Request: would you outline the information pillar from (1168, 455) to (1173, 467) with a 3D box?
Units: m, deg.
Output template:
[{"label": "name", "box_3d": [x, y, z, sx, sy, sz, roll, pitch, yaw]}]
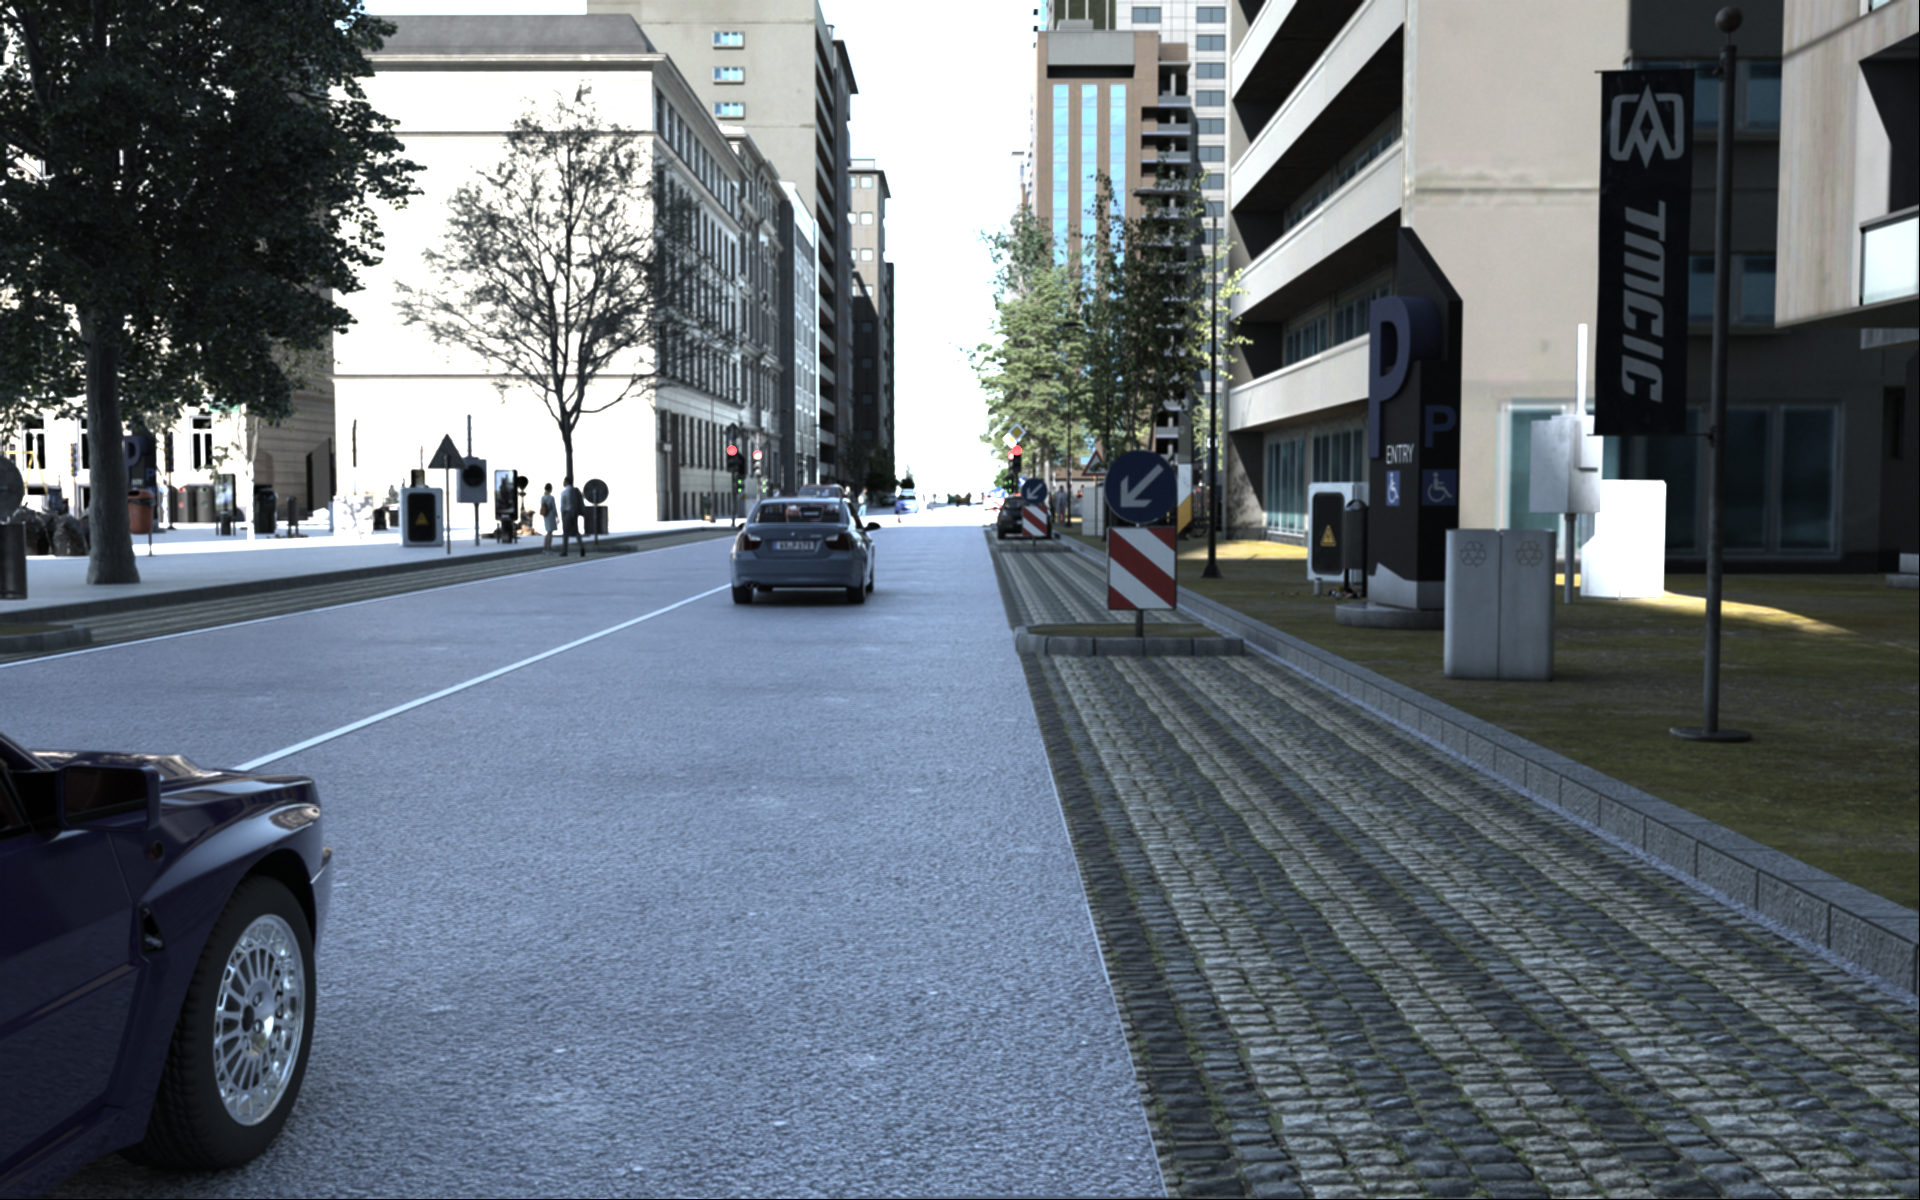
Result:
[{"label": "information pillar", "box_3d": [12.045, -6.564, 98.676, 0.183, 3.616, 0.504, -3, 4, -39]}]

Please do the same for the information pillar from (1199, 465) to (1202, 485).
[{"label": "information pillar", "box_3d": [19.191, -8.943, 137.578, 0.183, 3.616, 0.504, -3, 5, -39]}]

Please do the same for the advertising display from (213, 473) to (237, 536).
[{"label": "advertising display", "box_3d": [-22.783, -2.965, 53.698, 0.974, 1.923, 0.123, 2, 4, 32]}]

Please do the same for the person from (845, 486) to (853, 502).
[{"label": "person", "box_3d": [-6.285, -5.405, 96.232, 0.648, 1.900, 0.474, 1, 4, 20]}]

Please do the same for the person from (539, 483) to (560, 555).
[{"label": "person", "box_3d": [-9.665, -1.909, 40.720, 0.512, 1.701, 0.522, 2, 4, 27]}]

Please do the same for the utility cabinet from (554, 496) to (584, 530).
[{"label": "utility cabinet", "box_3d": [-14.030, -3.124, 62.242, 1.020, 1.237, 0.306, 0, 4, -3]}]

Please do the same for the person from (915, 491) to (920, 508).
[{"label": "person", "box_3d": [-3.593, -8.420, 147.163, 0.512, 1.701, 0.522, -1, 4, -19]}]

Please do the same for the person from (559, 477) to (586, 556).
[{"label": "person", "box_3d": [-8.868, -1.898, 39.631, 0.850, 1.850, 0.679, 3, 5, 42]}]

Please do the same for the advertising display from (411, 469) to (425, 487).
[{"label": "advertising display", "box_3d": [-14.007, -2.422, 44.808, 0.123, 1.923, 0.974, 0, 4, -3]}]

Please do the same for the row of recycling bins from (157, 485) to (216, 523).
[{"label": "row of recycling bins", "box_3d": [-34.483, -4.232, 76.303, 3.534, 1.692, 1.069, 0, 4, 6]}]

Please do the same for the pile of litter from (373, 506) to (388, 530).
[{"label": "pile of litter", "box_3d": [-20.989, -2.929, 61.849, 1.176, 0.858, 1.719, 0, 4, -4]}]

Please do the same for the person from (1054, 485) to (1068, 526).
[{"label": "person", "box_3d": [4.283, -3.917, 72.820, 0.678, 1.792, 0.850, 0, 4, 8]}]

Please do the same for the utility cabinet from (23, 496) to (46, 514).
[{"label": "utility cabinet", "box_3d": [-40.459, -3.947, 75.690, 1.020, 1.237, 0.306, 1, 4, 19]}]

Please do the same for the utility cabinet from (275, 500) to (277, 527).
[{"label": "utility cabinet", "box_3d": [-27.434, -3.483, 68.105, 1.020, 1.237, 0.306, -3, 5, -45]}]

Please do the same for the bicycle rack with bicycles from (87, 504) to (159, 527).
[{"label": "bicycle rack with bicycles", "box_3d": [-28.815, -2.839, 59.807, 2.852, 0.926, 2.925, -2, 4, -24]}]

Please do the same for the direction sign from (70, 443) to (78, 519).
[{"label": "direction sign", "box_3d": [-39.212, -5.181, 76.703, 0.379, 3.537, 0.876, -3, 5, -43]}]

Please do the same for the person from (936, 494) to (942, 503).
[{"label": "person", "box_3d": [-3.224, -15.602, 266.847, 1.065, 1.426, 0.557, 0, 4, 4]}]

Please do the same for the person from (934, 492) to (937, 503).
[{"label": "person", "box_3d": [-3.940, -16.120, 272.076, 0.705, 1.821, 1.348, 3, 5, 40]}]

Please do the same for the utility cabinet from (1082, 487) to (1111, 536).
[{"label": "utility cabinet", "box_3d": [4.153, -2.684, 52.563, 0.318, 1.500, 1.173, -2, 4, -29]}]

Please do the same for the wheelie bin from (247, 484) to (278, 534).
[{"label": "wheelie bin", "box_3d": [-22.623, -2.960, 56.298, 0.693, 1.594, 0.980, 3, 4, 37]}]

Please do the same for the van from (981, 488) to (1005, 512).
[{"label": "van", "box_3d": [2.590, -7.590, 131.104, 2.013, 2.044, 4.112, 0, 4, 1]}]

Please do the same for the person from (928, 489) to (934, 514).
[{"label": "person", "box_3d": [-2.104, -7.084, 124.506, 0.526, 1.800, 0.537, 2, 4, 24]}]

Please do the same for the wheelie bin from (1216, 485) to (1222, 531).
[{"label": "wheelie bin", "box_3d": [9.046, -3.177, 59.853, 0.980, 1.594, 0.693, -1, 4, -13]}]

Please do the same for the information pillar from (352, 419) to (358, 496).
[{"label": "information pillar", "box_3d": [-18.767, -3.818, 53.787, 0.183, 3.616, 0.504, -1, 4, -12]}]

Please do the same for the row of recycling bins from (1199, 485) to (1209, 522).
[{"label": "row of recycling bins", "box_3d": [10.342, -4.358, 78.366, 1.069, 1.692, 3.534, 2, 4, 25]}]

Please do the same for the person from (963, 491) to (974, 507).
[{"label": "person", "box_3d": [0.966, -11.117, 190.291, 1.348, 1.821, 0.705, 2, 4, 29]}]

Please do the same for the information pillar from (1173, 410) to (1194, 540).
[{"label": "information pillar", "box_3d": [6.233, -3.462, 47.962, 0.504, 3.616, 0.183, 3, 5, 45]}]

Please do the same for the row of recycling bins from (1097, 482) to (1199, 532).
[{"label": "row of recycling bins", "box_3d": [6.189, -3.171, 58.951, 3.534, 1.692, 1.069, 1, 4, 23]}]

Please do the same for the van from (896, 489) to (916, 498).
[{"label": "van", "box_3d": [-4.754, -9.127, 156.238, 2.013, 2.044, 4.112, 0, 4, -1]}]

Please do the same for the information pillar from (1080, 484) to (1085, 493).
[{"label": "information pillar", "box_3d": [9.026, -7.543, 127.824, 0.304, 2.012, 0.304, 0, 4, -4]}]

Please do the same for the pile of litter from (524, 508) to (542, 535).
[{"label": "pile of litter", "box_3d": [-13.730, -2.463, 54.232, 1.176, 0.858, 1.719, -3, 4, -39]}]

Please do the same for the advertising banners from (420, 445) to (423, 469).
[{"label": "advertising banners", "box_3d": [-18.781, -3.957, 60.887, 0.090, 3.025, 2.074, -2, 4, -25]}]

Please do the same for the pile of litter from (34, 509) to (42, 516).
[{"label": "pile of litter", "box_3d": [-26.677, -2.185, 49.686, 1.719, 0.858, 1.176, -2, 4, -35]}]

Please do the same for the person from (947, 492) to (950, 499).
[{"label": "person", "box_3d": [-1.620, -15.049, 254.692, 0.705, 1.807, 1.348, -2, 4, -27]}]

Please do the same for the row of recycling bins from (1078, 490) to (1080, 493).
[{"label": "row of recycling bins", "box_3d": [9.539, -7.627, 131.814, 1.069, 1.692, 3.534, 1, 4, 12]}]

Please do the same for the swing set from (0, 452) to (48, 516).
[{"label": "swing set", "box_3d": [-35.690, -4.059, 63.980, 3.119, 2.851, 2.862, 0, 3, 0]}]

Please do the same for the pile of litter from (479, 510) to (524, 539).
[{"label": "pile of litter", "box_3d": [-13.326, -2.211, 50.111, 1.176, 0.858, 1.719, -1, 4, -13]}]

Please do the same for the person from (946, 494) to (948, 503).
[{"label": "person", "box_3d": [-1.846, -16.330, 275.476, 1.348, 1.826, 0.705, -2, 4, -31]}]

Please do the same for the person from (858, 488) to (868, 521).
[{"label": "person", "box_3d": [-5.159, -5.103, 92.278, 0.721, 1.781, 0.623, -3, 5, -43]}]

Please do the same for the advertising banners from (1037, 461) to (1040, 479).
[{"label": "advertising banners", "box_3d": [4.433, -5.940, 93.303, 0.090, 3.025, 2.074, 1, 4, 20]}]

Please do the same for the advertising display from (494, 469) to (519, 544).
[{"label": "advertising display", "box_3d": [-11.800, -2.437, 45.054, 0.974, 1.923, 0.123, 3, 5, 44]}]

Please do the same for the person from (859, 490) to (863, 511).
[{"label": "person", "box_3d": [-8.472, -8.613, 149.805, 0.515, 1.767, 0.782, 0, 4, 0]}]

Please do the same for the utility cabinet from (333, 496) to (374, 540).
[{"label": "utility cabinet", "box_3d": [-16.971, -2.282, 48.476, 1.020, 1.237, 0.306, -1, 4, -14]}]

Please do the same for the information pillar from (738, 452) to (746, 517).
[{"label": "information pillar", "box_3d": [-11.968, -6.337, 94.969, 0.504, 3.616, 0.183, 1, 4, 23]}]

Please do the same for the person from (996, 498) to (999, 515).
[{"label": "person", "box_3d": [2.616, -6.577, 116.004, 0.580, 1.828, 0.573, -1, 4, -12]}]

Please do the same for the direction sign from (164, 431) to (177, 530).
[{"label": "direction sign", "box_3d": [-28.390, -4.296, 62.234, 0.379, 3.537, 0.876, 0, 4, -6]}]

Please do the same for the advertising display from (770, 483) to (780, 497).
[{"label": "advertising display", "box_3d": [-10.595, -5.754, 99.289, 0.123, 1.923, 0.974, 1, 4, 21]}]

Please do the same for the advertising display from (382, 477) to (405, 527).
[{"label": "advertising display", "box_3d": [-22.034, -3.802, 67.383, 0.974, 1.923, 0.123, 1, 4, 16]}]

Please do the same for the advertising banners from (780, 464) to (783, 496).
[{"label": "advertising banners", "box_3d": [-10.540, -6.445, 101.571, 0.090, 3.025, 2.074, 0, 4, 4]}]

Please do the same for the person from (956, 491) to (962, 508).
[{"label": "person", "box_3d": [-0.157, -10.510, 181.056, 0.721, 1.735, 1.217, -2, 4, -27]}]

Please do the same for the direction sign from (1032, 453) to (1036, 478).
[{"label": "direction sign", "box_3d": [4.108, -6.357, 95.939, 0.379, 3.537, 0.876, 1, 4, 14]}]

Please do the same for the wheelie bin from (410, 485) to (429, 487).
[{"label": "wheelie bin", "box_3d": [-18.320, -3.113, 58.809, 0.980, 1.594, 0.693, 0, 4, -2]}]

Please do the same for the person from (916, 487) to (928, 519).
[{"label": "person", "box_3d": [-2.160, -5.489, 98.126, 0.818, 1.842, 0.514, 3, 5, 45]}]

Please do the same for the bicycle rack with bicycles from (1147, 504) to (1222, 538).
[{"label": "bicycle rack with bicycles", "box_3d": [6.618, -2.318, 51.278, 2.925, 0.926, 2.852, 1, 4, 23]}]

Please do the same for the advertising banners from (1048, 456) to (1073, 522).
[{"label": "advertising banners", "box_3d": [4.595, -5.056, 78.854, 0.090, 3.025, 2.074, 2, 4, 35]}]
